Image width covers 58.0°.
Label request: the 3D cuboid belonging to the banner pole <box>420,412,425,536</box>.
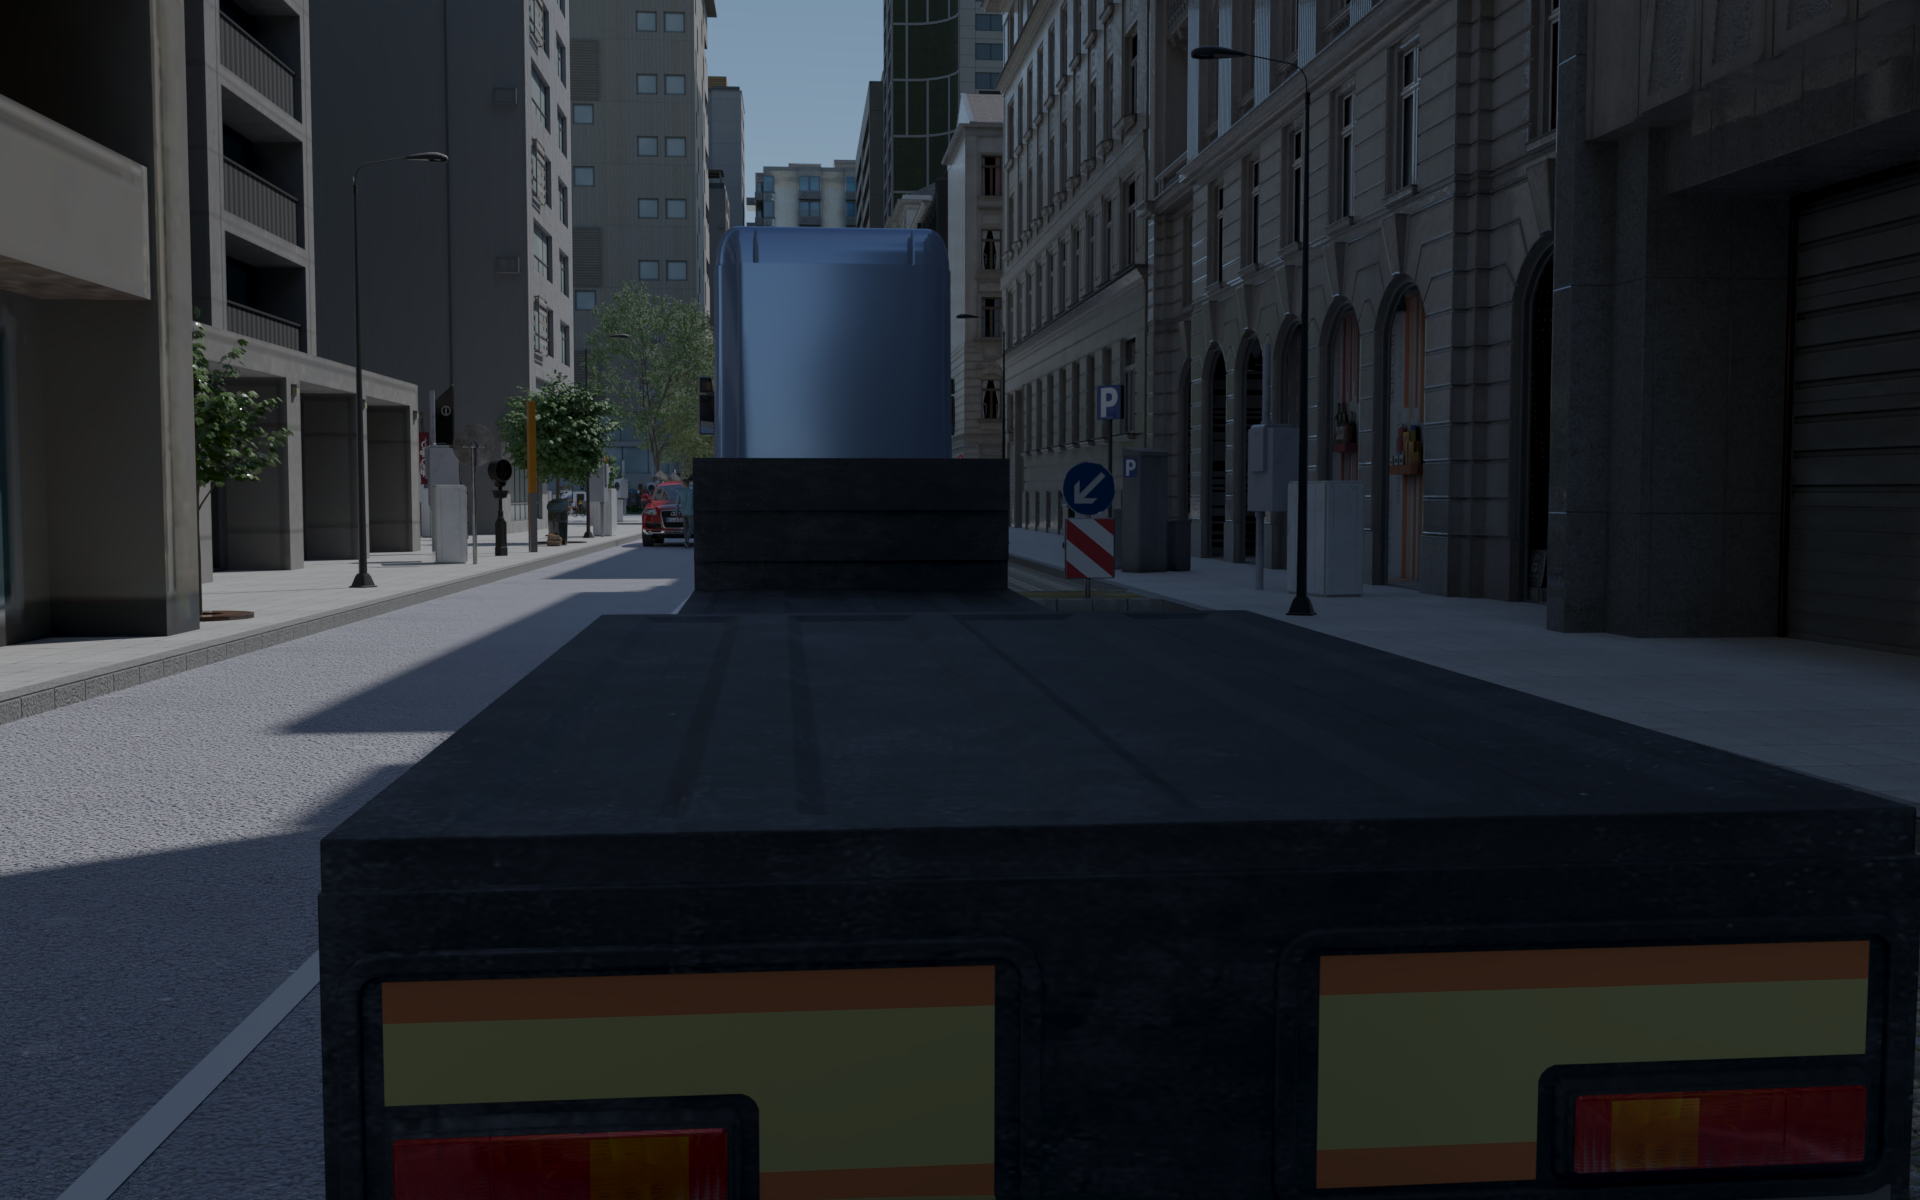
[{"bbox_3d":[-16.534,-3.829,52.622,0.863,3.779,0.401,-2,4,-35],"label":"banner pole"}]

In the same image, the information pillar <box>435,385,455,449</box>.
[{"bbox_3d":[-11.080,-2.806,37.225,0.504,3.616,0.183,0,4,5],"label":"information pillar"}]

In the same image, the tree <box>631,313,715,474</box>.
[{"bbox_3d":[-16.713,-11.657,108.723,7.486,12.596,7.792,0,3,0],"label":"tree"}]

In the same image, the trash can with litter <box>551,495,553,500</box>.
[{"bbox_3d":[-30.662,-7.212,128.972,2.233,1.210,1.678,-1,4,-23],"label":"trash can with litter"}]

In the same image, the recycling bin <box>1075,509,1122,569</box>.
[{"bbox_3d":[2.439,-1.057,29.843,0.722,1.027,0.722,2,4,28],"label":"recycling bin"}]

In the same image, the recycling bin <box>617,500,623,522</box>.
[{"bbox_3d":[-15.815,-4.063,78.977,0.722,1.027,0.722,-2,4,-31],"label":"recycling bin"}]

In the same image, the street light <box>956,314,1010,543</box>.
[{"bbox_3d":[0.596,-4.422,44.840,1.470,5.913,1.316,0,4,-5],"label":"street light"}]

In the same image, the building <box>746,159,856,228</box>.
[{"bbox_3d":[-15.361,-38.604,250.790,30.456,49.044,23.786,0,4,-5],"label":"building"}]

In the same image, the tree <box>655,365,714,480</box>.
[{"bbox_3d":[-15.588,-9.104,99.215,4.737,8.622,4.395,0,3,0],"label":"tree"}]

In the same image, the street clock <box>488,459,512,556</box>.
[{"bbox_3d":[-9.505,-1.912,35.831,0.358,2.002,0.471,2,4,33],"label":"street clock"}]

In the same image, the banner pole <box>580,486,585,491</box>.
[{"bbox_3d":[-30.463,-9.179,140.090,0.401,3.779,0.863,2,4,28],"label":"banner pole"}]

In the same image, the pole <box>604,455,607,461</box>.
[{"bbox_3d":[-18.707,-5.967,91.407,0.158,3.312,0.155,0,3,0],"label":"pole"}]

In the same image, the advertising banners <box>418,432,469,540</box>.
[{"bbox_3d":[-14.484,-3.194,48.413,2.074,3.025,0.090,2,4,34],"label":"advertising banners"}]

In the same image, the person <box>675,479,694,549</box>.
[{"bbox_3d":[-7.238,-2.286,45.739,0.638,1.841,0.748,1,4,18],"label":"person"}]

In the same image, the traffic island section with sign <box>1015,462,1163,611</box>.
[{"bbox_3d":[1.399,-0.812,21.912,1.989,1.847,2.006,0,4,-5],"label":"traffic island section with sign"}]

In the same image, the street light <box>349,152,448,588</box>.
[{"bbox_3d":[-7.662,-3.127,23.668,1.470,5.913,1.316,0,4,-5],"label":"street light"}]

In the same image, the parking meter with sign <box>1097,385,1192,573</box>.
[{"bbox_3d":[3.056,-1.963,28.348,1.738,3.016,0.543,-3,4,-39],"label":"parking meter with sign"}]

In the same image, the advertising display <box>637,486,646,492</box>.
[{"bbox_3d":[-26.000,-8.319,141.226,0.974,1.923,0.123,3,5,42],"label":"advertising display"}]

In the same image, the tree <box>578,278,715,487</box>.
[{"bbox_3d":[-14.971,-9.731,84.851,9.928,11.665,9.643,0,3,0],"label":"tree"}]

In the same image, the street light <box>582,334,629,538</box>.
[{"bbox_3d":[-10.287,-4.757,50.322,1.470,5.913,1.316,0,4,-5],"label":"street light"}]

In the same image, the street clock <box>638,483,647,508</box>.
[{"bbox_3d":[-21.208,-6.756,115.038,0.358,2.002,0.471,0,4,1],"label":"street clock"}]

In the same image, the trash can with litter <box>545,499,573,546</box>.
[{"bbox_3d":[-9.927,-1.924,42.838,0.624,1.170,1.055,0,4,-6],"label":"trash can with litter"}]

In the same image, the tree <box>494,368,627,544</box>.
[{"bbox_3d":[-10.460,-3.774,45.414,4.285,4.588,4.351,0,3,0],"label":"tree"}]

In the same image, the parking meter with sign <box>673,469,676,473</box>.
[{"bbox_3d":[-19.099,-7.625,120.925,1.738,3.016,0.543,0,4,-1],"label":"parking meter with sign"}]

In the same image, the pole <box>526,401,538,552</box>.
[{"bbox_3d":[-9.400,-2.703,38.040,0.158,3.312,0.155,0,3,0],"label":"pole"}]

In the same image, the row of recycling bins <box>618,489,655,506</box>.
[{"bbox_3d":[-24.289,-7.559,130.695,3.534,1.692,1.069,-1,4,-18],"label":"row of recycling bins"}]

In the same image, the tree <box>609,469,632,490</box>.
[{"bbox_3d":[-26.521,-8.631,135.719,1.663,3.219,1.824,0,3,0],"label":"tree"}]

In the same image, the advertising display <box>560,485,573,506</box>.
[{"bbox_3d":[-28.197,-7.275,124.165,0.974,1.923,0.123,1,4,14],"label":"advertising display"}]

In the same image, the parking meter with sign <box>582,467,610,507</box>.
[{"bbox_3d":[-23.718,-7.127,112.782,1.738,3.016,0.543,0,4,3],"label":"parking meter with sign"}]

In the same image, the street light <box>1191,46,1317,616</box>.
[{"bbox_3d":[3.087,-2.791,18.173,1.470,5.913,1.316,0,4,-5],"label":"street light"}]

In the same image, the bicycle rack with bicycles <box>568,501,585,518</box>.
[{"bbox_3d":[-22.157,-5.003,95.176,2.852,0.926,2.925,-2,4,-32],"label":"bicycle rack with bicycles"}]

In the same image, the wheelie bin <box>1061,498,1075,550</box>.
[{"bbox_3d":[2.671,-1.915,39.217,0.693,1.594,0.980,-1,4,-9],"label":"wheelie bin"}]

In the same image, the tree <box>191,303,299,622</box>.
[{"bbox_3d":[-7.773,-1.408,17.627,1.663,3.219,1.824,0,3,0],"label":"tree"}]
